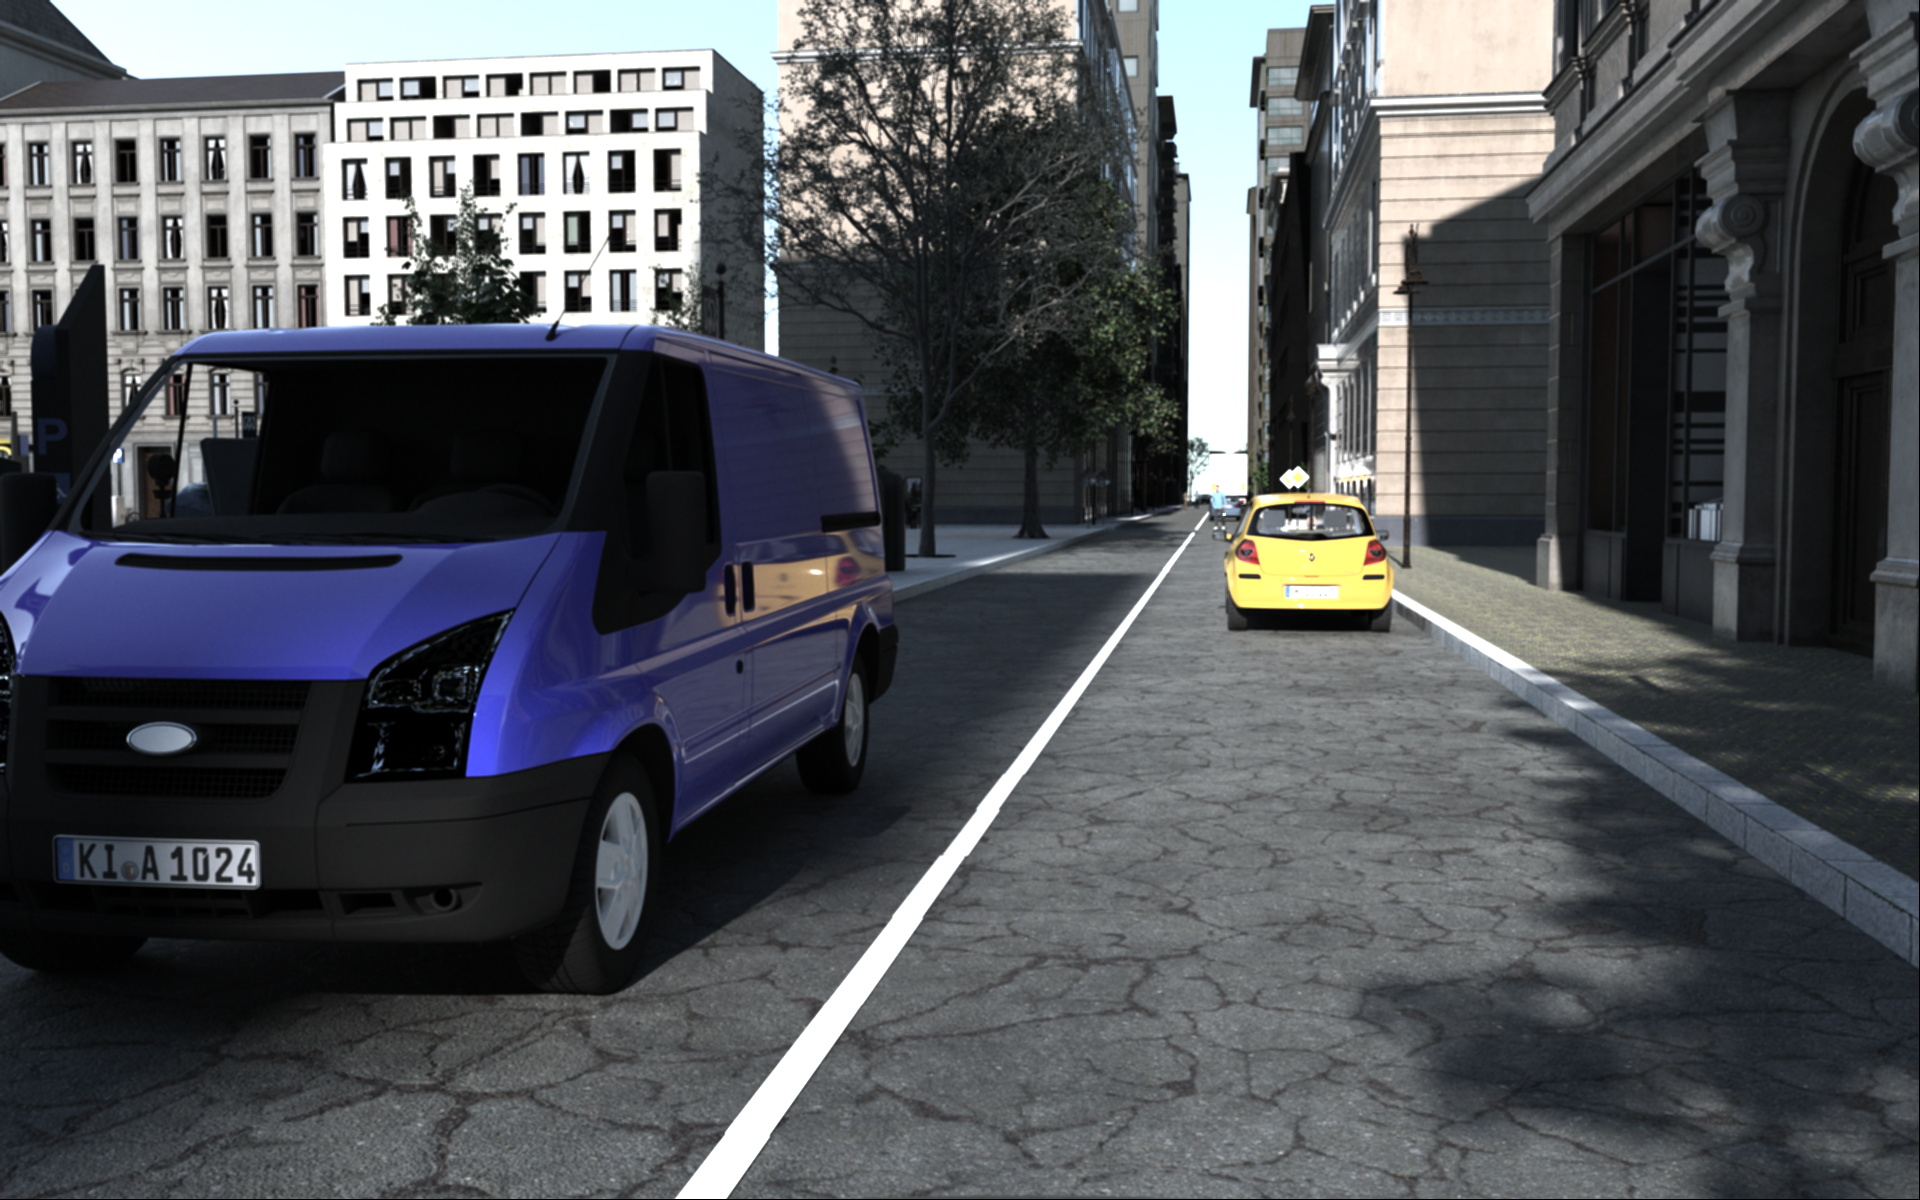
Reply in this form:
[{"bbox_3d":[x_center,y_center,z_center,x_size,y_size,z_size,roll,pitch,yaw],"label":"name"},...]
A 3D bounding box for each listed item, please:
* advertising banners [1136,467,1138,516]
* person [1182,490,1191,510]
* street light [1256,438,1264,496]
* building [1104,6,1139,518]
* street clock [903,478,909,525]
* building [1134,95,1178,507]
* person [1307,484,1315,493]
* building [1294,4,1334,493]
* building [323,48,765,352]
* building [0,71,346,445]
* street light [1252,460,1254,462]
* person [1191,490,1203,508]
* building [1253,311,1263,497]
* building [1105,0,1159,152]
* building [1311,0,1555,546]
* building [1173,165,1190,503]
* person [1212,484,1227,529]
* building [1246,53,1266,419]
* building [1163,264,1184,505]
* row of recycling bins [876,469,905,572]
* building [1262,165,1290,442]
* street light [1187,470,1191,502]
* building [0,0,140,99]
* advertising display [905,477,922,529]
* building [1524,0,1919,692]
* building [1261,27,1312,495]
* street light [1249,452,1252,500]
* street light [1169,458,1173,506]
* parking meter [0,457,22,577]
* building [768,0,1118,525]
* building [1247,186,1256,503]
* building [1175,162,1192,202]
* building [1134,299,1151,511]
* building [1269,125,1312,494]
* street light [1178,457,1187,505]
[{"bbox_3d":[10.221,-6.334,99.752,0.090,3.025,2.074,0,4,6],"label":"advertising banners"},{"bbox_3d":[20.227,-8.962,155.034,0.705,1.824,1.348,-2,4,-29],"label":"person"},{"bbox_3d":[24.961,-10.443,143.533,0.468,5.910,1.993,1,4,9],"label":"street light"},{"bbox_3d":[4.562,-20.080,105.802,11.434,29.767,29.804,1,4,9],"label":"building"},{"bbox_3d":[-2.103,-4.107,71.718,0.358,2.002,0.471,-3,5,-44],"label":"street clock"},{"bbox_3d":[12.333,-32.668,188.739,22.147,44.769,28.867,1,4,9],"label":"building"},{"bbox_3d":[13.164,-3.451,64.955,0.581,1.822,0.654,-1,4,-20],"label":"person"},{"bbox_3d":[30.010,-14.794,75.173,30.059,22.955,16.112,1,4,9],"label":"building"},{"bbox_3d":[-18.408,-13.721,79.087,16.860,20.320,10.420,1,4,9],"label":"building"},{"bbox_3d":[-35.677,-14.261,82.324,18.267,20.994,9.793,1,4,9],"label":"building"},{"bbox_3d":[27.014,-11.274,157.123,0.468,5.910,1.993,1,4,9],"label":"street light"},{"bbox_3d":[23.586,-10.029,172.465,1.348,1.826,0.705,1,4,13],"label":"person"},{"bbox_3d":[44.154,-20.242,176.003,27.650,21.520,28.899,1,4,9],"label":"building"},{"bbox_3d":[4.514,-34.984,161.227,28.713,52.752,27.495,1,4,9],"label":"building"},{"bbox_3d":[17.845,-16.205,50.853,13.634,28.700,20.117,1,4,9],"label":"building"},{"bbox_3d":[22.726,-38.591,254.658,21.300,48.544,21.600,1,4,9],"label":"building"},{"bbox_3d":[10.539,-3.780,70.318,0.660,1.820,0.620,2,4,25],"label":"person"},{"bbox_3d":[48.451,-37.545,203.105,28.713,52.752,27.495,1,4,9],"label":"building"},{"bbox_3d":[19.518,-26.794,209.782,14.160,30.474,14.107,1,4,9],"label":"building"},{"bbox_3d":[-1.928,-1.263,27.767,1.069,1.692,3.534,2,4,28],"label":"row of recycling bins"},{"bbox_3d":[30.149,-21.014,130.973,14.401,28.519,23.554,1,4,9],"label":"building"},{"bbox_3d":[34.096,-17.605,260.635,0.468,5.910,1.993,1,4,9],"label":"street light"},{"bbox_3d":[-56.645,-18.386,87.998,23.554,28.519,14.401,1,4,9],"label":"building"},{"bbox_3d":[-1.727,-3.598,64.041,0.123,1.923,0.974,2,4,32],"label":"advertising display"},{"bbox_3d":[12.162,-10.425,21.366,10.553,20.767,40.483,1,4,9],"label":"building"},{"bbox_3d":[34.257,-28.840,155.131,14.154,41.232,14.086,1,4,9],"label":"building"},{"bbox_3d":[31.679,-13.190,188.439,0.468,5.910,1.993,1,4,9],"label":"street light"},{"bbox_3d":[21.817,-12.629,179.264,0.468,5.910,1.993,1,4,9],"label":"street light"},{"bbox_3d":[-14.836,-1.303,27.012,0.255,1.863,0.399,2,4,32],"label":"parking meter"},{"bbox_3d":[0.080,-18.068,81.312,13.634,28.700,20.117,1,4,9],"label":"building"},{"bbox_3d":[47.741,-36.339,244.256,14.600,45.320,14.200,1,4,9],"label":"building"},{"bbox_3d":[22.497,-42.208,279.344,28.713,52.752,27.495,1,4,9],"label":"building"},{"bbox_3d":[5.785,-16.026,129.481,16.820,18.784,16.811,1,4,9],"label":"building"},{"bbox_3d":[26.376,-17.216,111.163,12.332,23.373,15.834,1,4,9],"label":"building"},{"bbox_3d":[29.476,-15.703,229.537,0.468,5.910,1.993,1,4,9],"label":"street light"}]
